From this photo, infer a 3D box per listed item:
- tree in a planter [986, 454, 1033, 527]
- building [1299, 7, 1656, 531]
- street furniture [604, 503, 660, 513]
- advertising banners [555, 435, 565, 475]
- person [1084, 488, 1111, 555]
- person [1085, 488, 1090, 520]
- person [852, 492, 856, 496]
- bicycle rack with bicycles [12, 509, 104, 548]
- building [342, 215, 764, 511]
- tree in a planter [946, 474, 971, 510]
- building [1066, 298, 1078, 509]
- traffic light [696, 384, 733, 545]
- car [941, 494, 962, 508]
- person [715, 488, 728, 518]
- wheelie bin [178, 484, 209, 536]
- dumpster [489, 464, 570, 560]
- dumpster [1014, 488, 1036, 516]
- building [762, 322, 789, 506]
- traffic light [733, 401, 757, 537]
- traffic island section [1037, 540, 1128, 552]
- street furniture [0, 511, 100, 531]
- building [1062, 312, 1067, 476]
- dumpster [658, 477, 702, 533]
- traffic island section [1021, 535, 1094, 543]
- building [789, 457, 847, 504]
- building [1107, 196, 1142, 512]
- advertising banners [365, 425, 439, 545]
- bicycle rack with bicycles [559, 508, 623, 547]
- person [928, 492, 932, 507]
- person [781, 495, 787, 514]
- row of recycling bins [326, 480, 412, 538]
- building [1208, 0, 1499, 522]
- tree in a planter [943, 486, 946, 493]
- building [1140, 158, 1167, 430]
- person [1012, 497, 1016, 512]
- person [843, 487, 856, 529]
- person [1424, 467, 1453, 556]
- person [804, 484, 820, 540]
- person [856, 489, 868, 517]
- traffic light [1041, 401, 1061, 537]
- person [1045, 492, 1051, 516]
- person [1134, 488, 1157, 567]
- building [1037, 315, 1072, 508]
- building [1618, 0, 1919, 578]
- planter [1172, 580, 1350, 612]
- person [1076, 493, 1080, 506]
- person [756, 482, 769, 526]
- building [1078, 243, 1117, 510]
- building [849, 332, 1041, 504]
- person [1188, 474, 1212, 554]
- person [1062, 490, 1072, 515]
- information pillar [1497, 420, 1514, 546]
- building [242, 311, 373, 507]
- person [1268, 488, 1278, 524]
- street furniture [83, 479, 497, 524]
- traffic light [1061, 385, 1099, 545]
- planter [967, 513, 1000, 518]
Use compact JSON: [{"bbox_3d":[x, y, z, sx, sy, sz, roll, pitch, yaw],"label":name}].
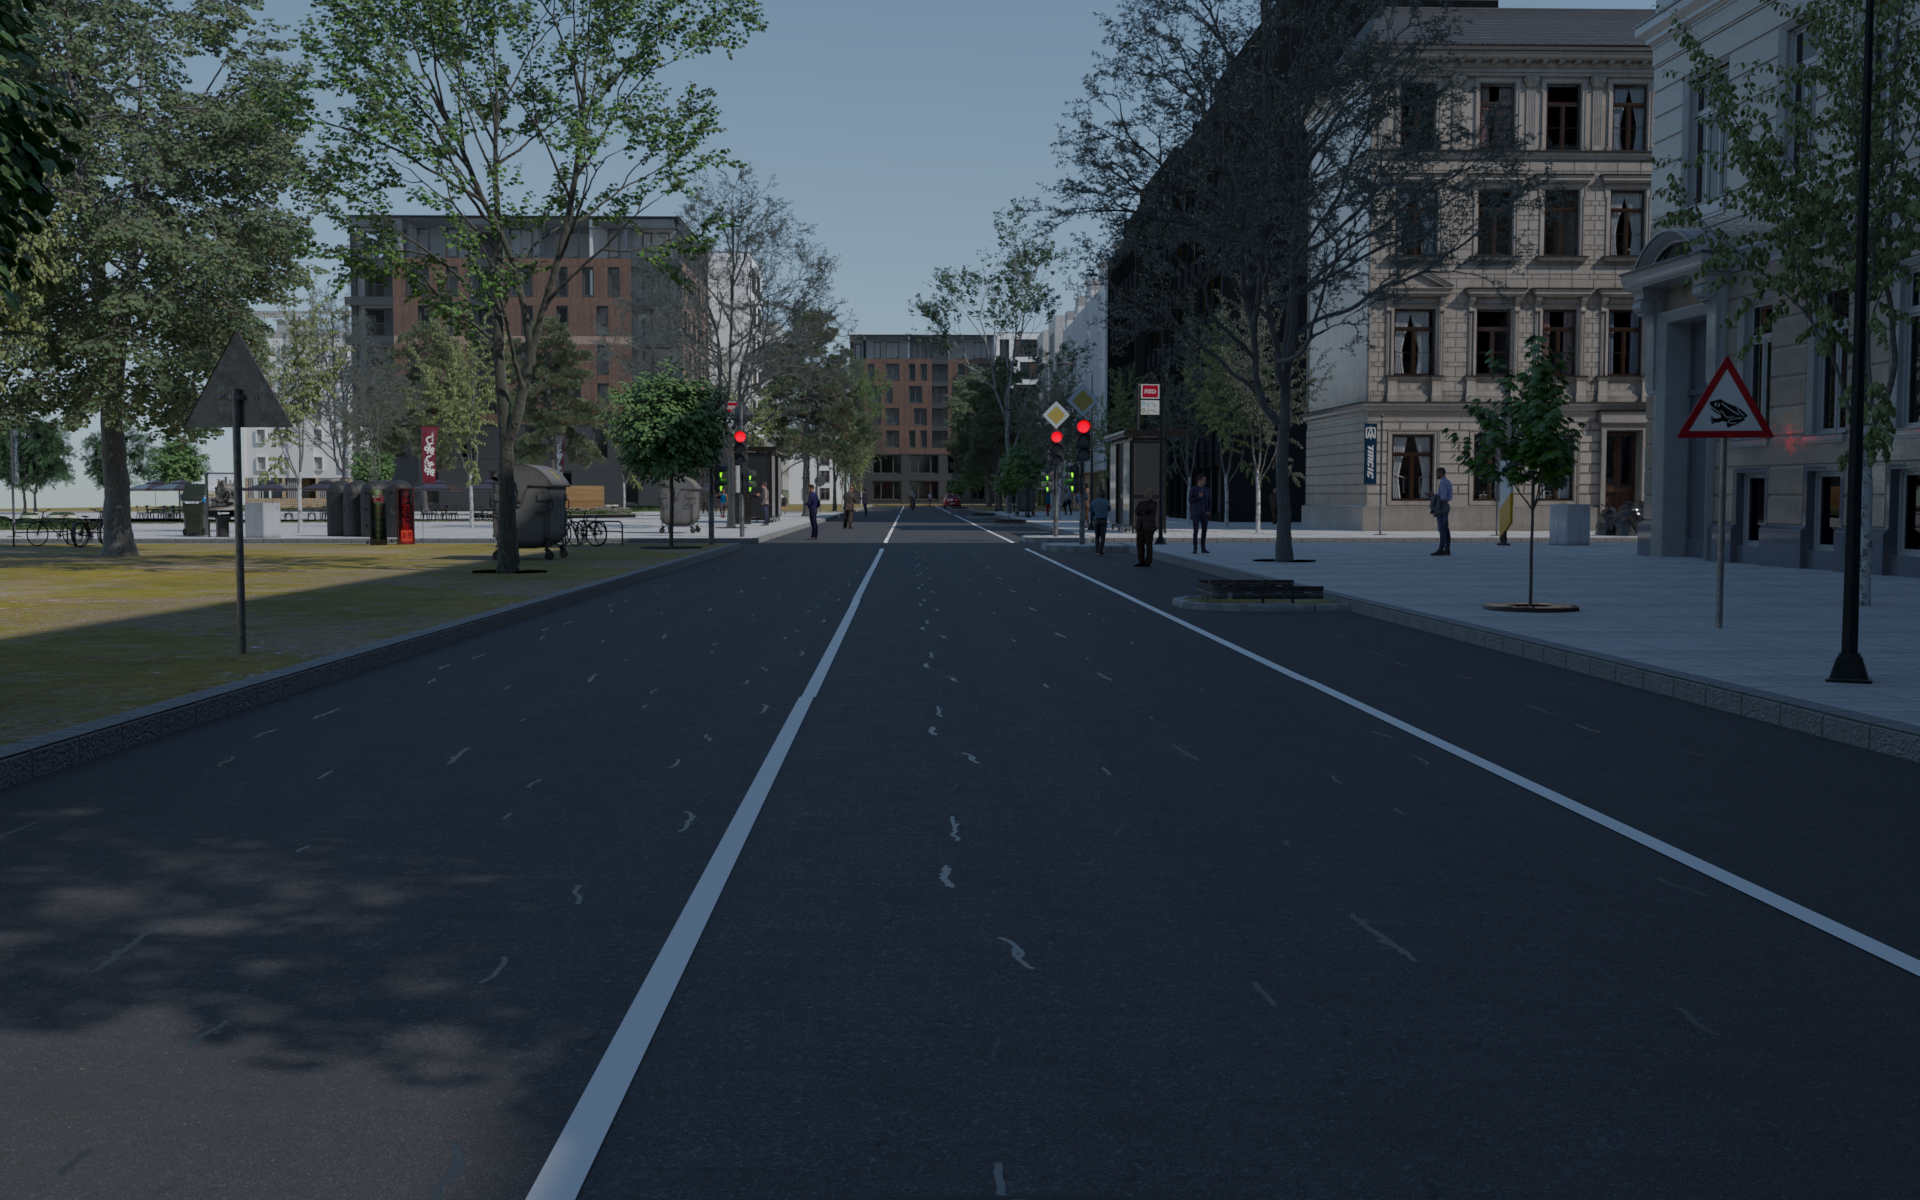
[{"bbox_3d":[2.179,-4.858,76.645,1.991,3.239,1.994,0,4,-2],"label":"tree in a planter"},{"bbox_3d":[22.854,-12.208,64.234,19.286,19.102,10.561,0,4,-2],"label":"building"},{"bbox_3d":[-24.310,-6.423,120.645,5.734,0.657,10.072,1,4,18],"label":"street furniture"},{"bbox_3d":[-12.395,-3.406,51.884,2.074,3.025,0.090,3,5,45],"label":"advertising banners"},{"bbox_3d":[3.281,-1.828,40.608,0.499,1.552,0.429,3,5,42],"label":"person"},{"bbox_3d":[5.799,-4.389,80.067,0.388,1.546,0.482,0,4,3],"label":"person"},{"bbox_3d":[-12.002,-11.404,193.024,1.217,1.766,0.721,2,4,32],"label":"person"},{"bbox_3d":[-21.730,-1.798,42.772,2.852,0.926,2.925,1,4,15],"label":"bicycle rack with bicycles"},{"bbox_3d":[-31.586,-18.323,143.561,27.936,21.610,32.646,0,4,-2],"label":"building"},{"bbox_3d":[-0.046,-9.575,153.769,1.991,3.239,1.994,0,4,-2],"label":"tree in a planter"},{"bbox_3d":[17.730,-17.723,146.196,16.016,20.091,11.380,0,4,-2],"label":"building"},{"bbox_3d":[-6.270,-3.331,43.705,0.839,4.213,0.868,0,4,-2],"label":"traffic light"},{"bbox_3d":[-0.809,-10.120,174.501,2.155,1.783,4.494,0,4,-2],"label":"car"},{"bbox_3d":[-12.885,-5.245,93.671,0.647,1.594,0.662,-2,4,-25],"label":"person"},{"bbox_3d":[-23.526,-2.774,53.270,0.980,1.594,0.693,0,4,-3],"label":"wheelie bin"},{"bbox_3d":[-8.475,-1.735,34.126,1.264,1.857,1.865,0,4,-2],"label":"dumpster"},{"bbox_3d":[3.927,-5.989,103.677,1.264,1.857,1.865,0,4,-1],"label":"dumpster"},{"bbox_3d":[-34.757,-19.522,185.634,31.486,18.905,16.747,0,4,-2],"label":"building"},{"bbox_3d":[-6.501,-3.819,51.687,0.839,4.213,0.868,0,4,-2],"label":"traffic light"},{"bbox_3d":[3.127,-1.335,44.105,2.009,0.180,2.903,0,4,-2],"label":"traffic island section"},{"bbox_3d":[-35.689,-2.749,60.570,10.072,0.657,5.734,-2,4,-28],"label":"street furniture"},{"bbox_3d":[17.552,-18.447,158.031,16.016,20.091,11.380,0,4,-2],"label":"building"},{"bbox_3d":[-9.210,-3.128,56.896,1.264,1.857,1.865,0,4,-2],"label":"dumpster"},{"bbox_3d":[2.896,-1.823,52.086,2.009,0.180,2.903,0,4,-2],"label":"traffic island section"},{"bbox_3d":[-28.569,-17.146,222.487,28.070,9.664,9.099,0,4,-2],"label":"building"},{"bbox_3d":[17.182,-17.712,119.274,12.332,23.373,15.834,0,4,-2],"label":"building"},{"bbox_3d":[-14.065,-2.912,43.804,0.090,3.025,2.074,3,5,42],"label":"advertising banners"},{"bbox_3d":[-9.656,-1.814,43.037,2.925,0.926,2.852,3,5,40],"label":"bicycle rack with bicycles"},{"bbox_3d":[-3.284,-11.261,193.549,0.436,1.711,0.756,3,4,37],"label":"person"},{"bbox_3d":[-11.506,-6.235,111.180,0.799,1.438,0.628,-1,4,-16],"label":"person"},{"bbox_3d":[-17.746,-2.748,52.043,3.534,1.692,1.069,2,4,33],"label":"row of recycling bins"},{"bbox_3d":[17.728,-15.673,85.929,12.332,23.373,15.834,0,4,-2],"label":"building"},{"bbox_3d":[-0.825,-11.222,180.701,1.991,3.239,1.994,0,4,-2],"label":"tree in a planter"},{"bbox_3d":[18.098,-16.694,102.622,12.332,23.373,15.834,0,4,-2],"label":"building"},{"bbox_3d":[3.708,-7.069,122.319,0.576,1.737,0.504,0,4,-7],"label":"person"},{"bbox_3d":[-4.572,-3.820,71.648,0.565,1.739,0.600,0,4,-5],"label":"person"},{"bbox_3d":[9.934,-1.846,36.088,0.599,1.838,0.709,2,4,28],"label":"person"},{"bbox_3d":[-4.694,-2.775,54.580,0.504,1.737,0.576,0,4,7],"label":"person"},{"bbox_3d":[-6.200,-6.162,109.781,0.750,1.759,0.617,0,4,-6],"label":"person"},{"bbox_3d":[2.856,-3.837,51.972,0.839,4.213,0.868,0,4,-2],"label":"traffic light"},{"bbox_3d":[5.182,-5.678,100.584,0.444,1.614,0.593,0,4,-6],"label":"person"},{"bbox_3d":[3.671,-1.427,34.105,0.482,1.546,0.388,3,5,45],"label":"person"},{"bbox_3d":[17.519,-19.171,179.905,16.747,18.905,31.486,0,4,-2],"label":"building"},{"bbox_3d":[20.725,-14.685,26.000,13.634,28.700,20.117,0,4,-2],"label":"building"},{"bbox_3d":[3.758,-0.060,22.113,1.991,0.319,1.994,0,4,-2],"label":"planter"},{"bbox_3d":[5.090,-3.922,72.374,0.429,1.552,0.499,-2,4,-35],"label":"person"},{"bbox_3d":[-8.099,-3.917,70.610,0.750,1.759,0.617,1,4,18],"label":"person"},{"bbox_3d":[17.957,-17.029,134.839,16.016,20.091,11.380,0,4,-2],"label":"building"},{"bbox_3d":[1.794,-23.763,232.494,32.646,21.610,27.936,0,4,-2],"label":"building"},{"bbox_3d":[5.177,-1.859,37.365,0.541,1.710,0.530,-1,4,-9],"label":"person"},{"bbox_3d":[6.573,-5.983,106.070,0.590,1.554,0.614,1,4,15],"label":"person"},{"bbox_3d":[13.576,-3.159,43.008,0.183,3.616,0.504,-1,4,-14],"label":"information pillar"},{"bbox_3d":[-68.273,-20.113,185.271,11.380,20.091,16.016,0,4,-2],"label":"building"},{"bbox_3d":[13.358,-4.001,73.734,0.482,1.546,0.388,-2,4,-32],"label":"person"},{"bbox_3d":[-34.916,-4.450,77.785,27.439,1.986,14.083,0,4,5],"label":"street furniture"},{"bbox_3d":[3.087,-3.348,43.991,0.839,4.213,0.868,0,4,-2],"label":"traffic light"},{"bbox_3d":[1.394,-5.062,103.910,1.991,0.319,1.994,0,4,-2],"label":"planter"}]
